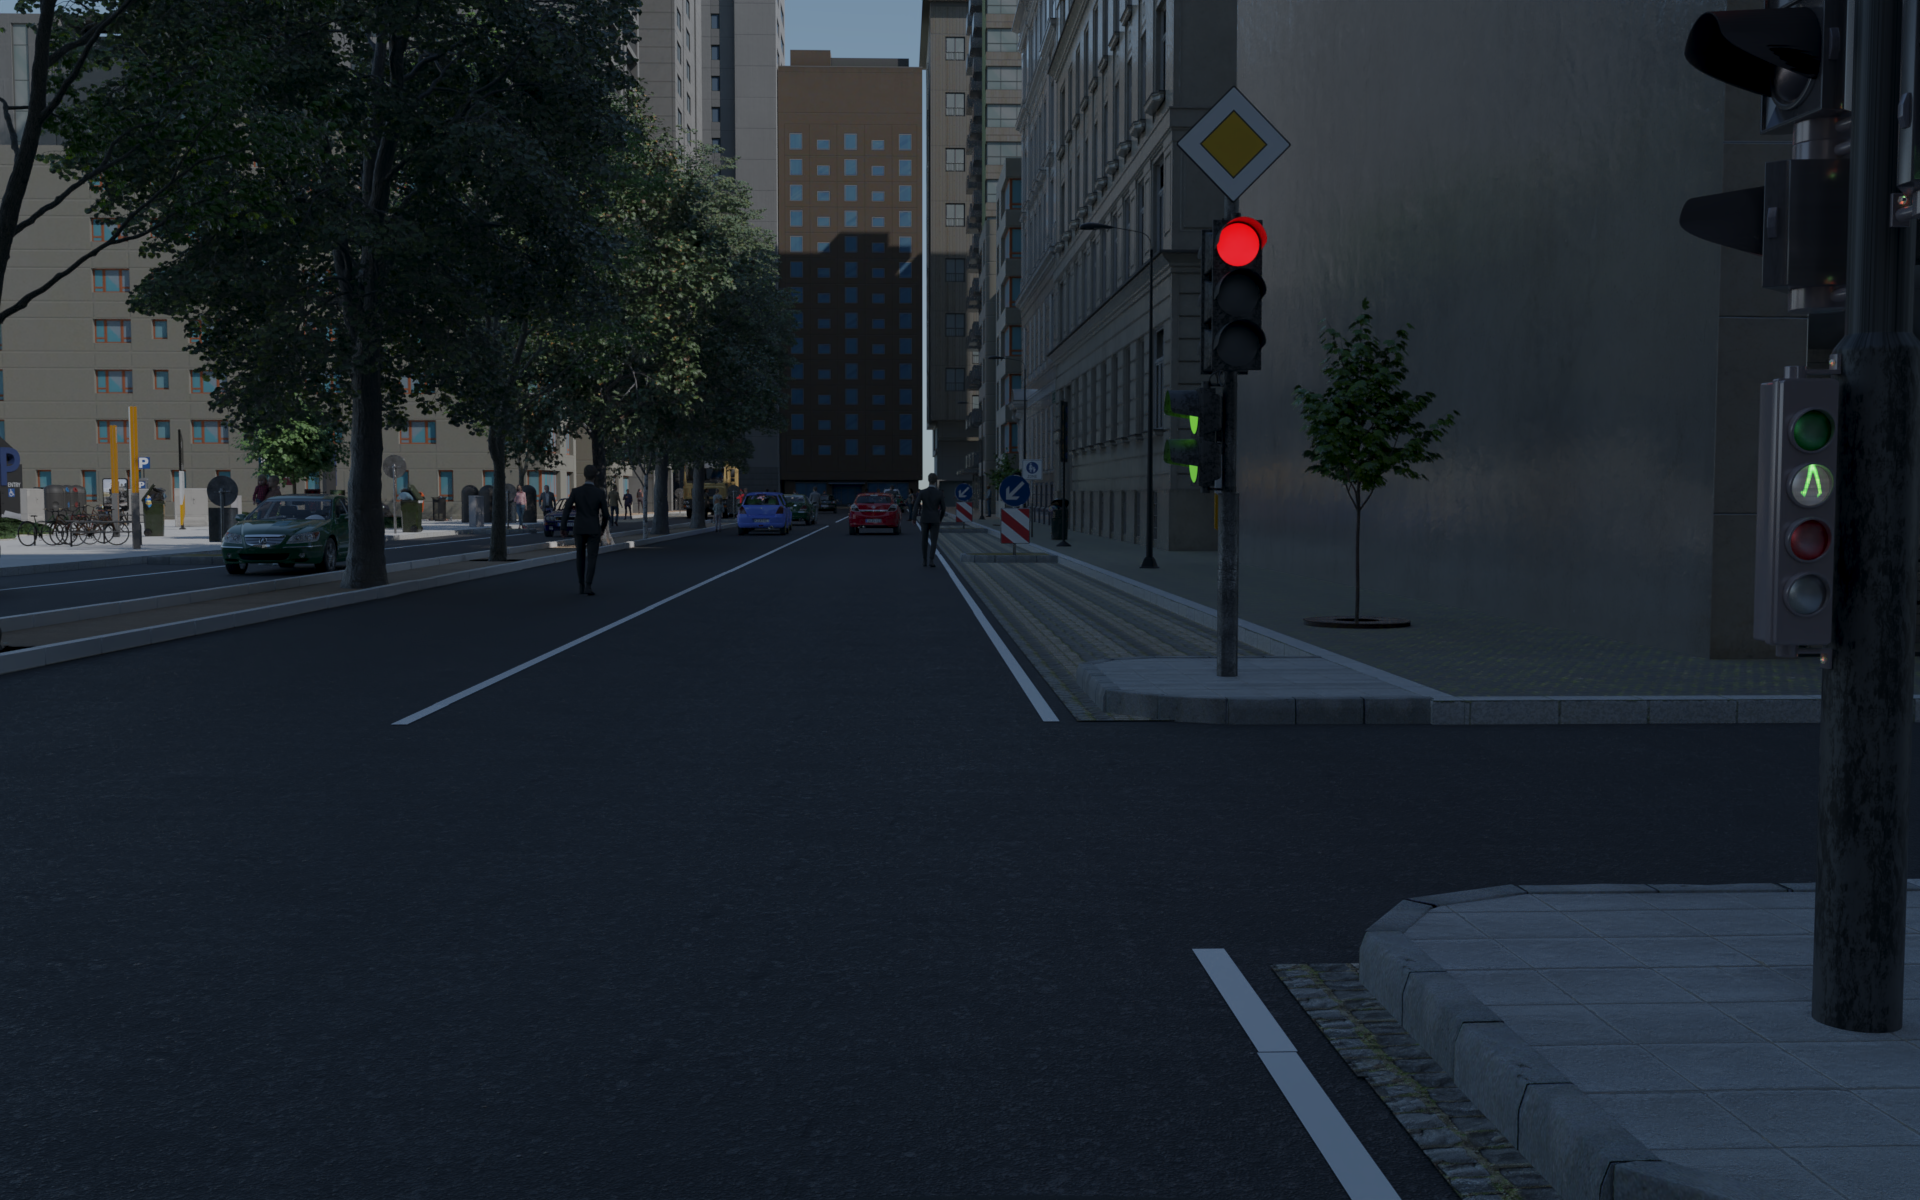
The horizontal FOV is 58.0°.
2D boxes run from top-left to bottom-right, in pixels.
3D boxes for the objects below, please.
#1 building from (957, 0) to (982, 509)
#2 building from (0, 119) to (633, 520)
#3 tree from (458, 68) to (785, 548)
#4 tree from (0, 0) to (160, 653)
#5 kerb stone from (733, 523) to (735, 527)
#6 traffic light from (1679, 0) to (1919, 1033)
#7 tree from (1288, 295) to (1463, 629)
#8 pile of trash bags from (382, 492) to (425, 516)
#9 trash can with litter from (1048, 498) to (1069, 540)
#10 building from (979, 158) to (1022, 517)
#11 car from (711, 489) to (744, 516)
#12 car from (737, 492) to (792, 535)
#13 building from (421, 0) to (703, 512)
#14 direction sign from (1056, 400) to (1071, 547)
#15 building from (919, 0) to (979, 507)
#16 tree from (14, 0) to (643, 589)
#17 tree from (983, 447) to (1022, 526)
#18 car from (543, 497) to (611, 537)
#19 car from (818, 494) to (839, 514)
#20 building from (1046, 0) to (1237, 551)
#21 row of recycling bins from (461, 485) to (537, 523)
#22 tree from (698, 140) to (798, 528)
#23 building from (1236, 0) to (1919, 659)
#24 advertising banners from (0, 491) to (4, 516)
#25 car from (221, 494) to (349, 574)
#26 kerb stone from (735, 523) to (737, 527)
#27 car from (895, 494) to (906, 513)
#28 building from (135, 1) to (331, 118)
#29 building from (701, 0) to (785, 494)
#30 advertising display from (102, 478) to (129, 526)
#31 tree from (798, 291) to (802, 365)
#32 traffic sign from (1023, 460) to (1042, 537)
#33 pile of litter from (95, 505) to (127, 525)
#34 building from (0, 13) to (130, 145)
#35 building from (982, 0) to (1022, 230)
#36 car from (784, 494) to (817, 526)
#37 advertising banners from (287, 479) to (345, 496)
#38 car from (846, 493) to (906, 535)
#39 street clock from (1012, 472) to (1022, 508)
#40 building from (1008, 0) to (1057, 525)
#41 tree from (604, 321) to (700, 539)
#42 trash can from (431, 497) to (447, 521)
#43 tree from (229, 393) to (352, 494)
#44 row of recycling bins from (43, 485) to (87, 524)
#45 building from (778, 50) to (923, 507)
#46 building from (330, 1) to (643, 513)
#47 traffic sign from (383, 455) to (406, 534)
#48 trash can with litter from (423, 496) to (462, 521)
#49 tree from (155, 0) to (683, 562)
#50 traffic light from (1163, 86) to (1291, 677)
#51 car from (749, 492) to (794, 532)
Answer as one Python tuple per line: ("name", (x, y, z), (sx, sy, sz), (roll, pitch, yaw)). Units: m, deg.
("building", (11.900, -32.256, 146.990), (23.786, 49.044, 30.456), (0, 4, -2))
("building", (-35.304, -15.649, 100.894), (27.650, 21.520, 28.899), (0, 4, -2))
("tree", (-9.660, -7.747, 46.131), (9.611, 12.733, 9.660), (0, 3, 0))
("tree", (-8.743, -5.317, 15.144), (9.928, 11.665, 9.643), (0, 3, 0))
("kerb stone", (-9.877, -3.193, 74.412), (0.120, 0.150, 1.000), (0, 4, -2))
("traffic light", (0.069, -1.788, 3.906), (4.771, 5.953, 1.251), (0, 4, -2))
("tree", (4.028, -1.363, 16.885), (1.663, 3.219, 1.824), (0, 3, 0))
("pile of trash bags", (-24.499, -3.904, 73.587), (3.447, 1.369, 1.912), (-2, 4, -26))
("trash can with litter", (2.716, -2.278, 48.635), (0.624, 1.170, 1.055), (0, 4, -6))
("building", (15.636, -15.854, 104.255), (27.650, 21.520, 28.899), (0, 4, -2))
("car", (-15.656, -6.655, 117.479), (2.281, 1.827, 5.304), (0, 4, -1))
("car", (-6.938, -3.163, 61.310), (1.945, 1.707, 3.694), (0, 4, -3))
("building", (-33.638, -43.551, 150.313), (20.611, 71.187, 20.563), (0, 4, -2))
("direction sign", (2.541, -3.078, 42.328), (0.379, 3.537, 0.876), (1, 4, 13))
("building", (9.548, -36.469, 185.510), (27.495, 52.752, 28.713), (0, 4, -2))
("tree", (-9.065, -7.151, 26.026), (9.857, 13.997, 8.962), (0, 3, 0))
("tree", (1.874, -4.622, 70.172), (1.663, 3.219, 1.824), (0, 3, 0))
("car", (-13.093, -2.858, 59.307), (1.945, 1.354, 3.894), (0, 4, -1))
("car", (-10.034, -7.288, 128.941), (2.009, 1.686, 4.222), (0, 4, -3))
("building", (11.426, -13.418, 52.663), (16.112, 22.955, 30.059), (0, 4, -2))
("row of recycling bins", (-20.614, -4.301, 77.427), (3.534, 1.692, 1.069), (1, 4, 8))
("tree", (-10.592, -9.277, 60.787), (9.857, 13.997, 8.962), (0, 3, 0))
("building", (22.455, -13.352, 22.817), (34.151, 26.468, 19.350), (0, 4, -2))
("advertising banners", (-38.715, -4.397, 68.078), (0.090, 3.025, 2.074), (3, 4, 39))
("car", (-12.337, -1.274, 32.622), (2.131, 1.459, 4.920), (0, 4, -4))
("kerb stone", (-9.915, -3.253, 75.439), (0.120, 0.150, 1.000), (0, 4, -2))
("car", (-5.158, -7.391, 132.640), (2.131, 1.459, 4.920), (0, 4, -2))
("building", (-55.420, -32.111, 148.718), (21.600, 48.544, 21.300), (0, 4, -2))
("building", (-32.333, -39.012, 179.841), (28.212, 58.520, 21.231), (0, 4, -2))
("advertising display", (-34.077, -3.958, 69.925), (0.974, 1.923, 0.123), (0, 4, -7))
("tree", (-10.907, -9.939, 71.609), (9.857, 13.997, 8.962), (0, 3, 0))
("traffic sign", (2.136, -3.009, 51.321), (0.606, 2.300, 0.079), (0, 4, 0))
("pile of litter", (-35.530, -3.562, 72.207), (1.719, 0.858, 1.176), (3, 4, 39))
("building", (-73.375, -28.631, 151.708), (14.086, 41.232, 14.154), (0, 4, -2))
("building", (8.516, -26.989, 124.862), (14.154, 41.232, 14.086), (0, 4, -2))
("car", (-7.709, -4.185, 80.219), (2.131, 1.459, 4.920), (0, 4, -1))
("advertising banners", (-19.940, -3.499, 53.402), (2.074, 3.025, 0.090), (0, 4, -5))
("car", (-3.023, -3.250, 62.170), (2.155, 1.783, 4.494), (0, 4, -1))
("street clock", (1.911, -3.211, 57.064), (0.471, 2.002, 0.358), (-1, 4, -8))
("building", (9.582, -17.833, 77.478), (13.634, 28.700, 20.117), (0, 4, -2))
("tree", (-9.750, -6.161, 53.559), (4.360, 8.622, 3.978), (0, 3, 0))
("trash can", (-24.411, -4.254, 81.200), (0.748, 1.137, 0.748), (0, 3, 0))
("tree", (-19.077, -4.015, 49.359), (4.285, 4.588, 4.351), (0, 3, 0))
("row of recycling bins", (-39.745, -4.264, 76.831), (1.069, 1.692, 3.534), (0, 4, -8))
("building", (-11.051, -32.320, 178.534), (14.200, 45.320, 14.600), (0, 4, -2))
("building", (-31.875, -41.991, 124.812), (20.563, 71.187, 20.611), (0, 4, -2))
("traffic sign", (-18.326, -3.427, 56.140), (0.768, 2.556, 0.104), (0, 4, -1))
("trash can with litter", (-25.017, -4.412, 83.189), (1.678, 1.210, 2.233), (-3, 5, -44))
("tree", (-9.691, -6.611, 36.305), (9.928, 11.665, 9.643), (0, 3, 0))
("traffic light", (1.866, -1.418, 12.103), (0.839, 4.253, 0.868), (0, 4, -2))
("car", (-7.433, -3.536, 67.406), (1.945, 1.707, 3.694), (0, 4, -3))
